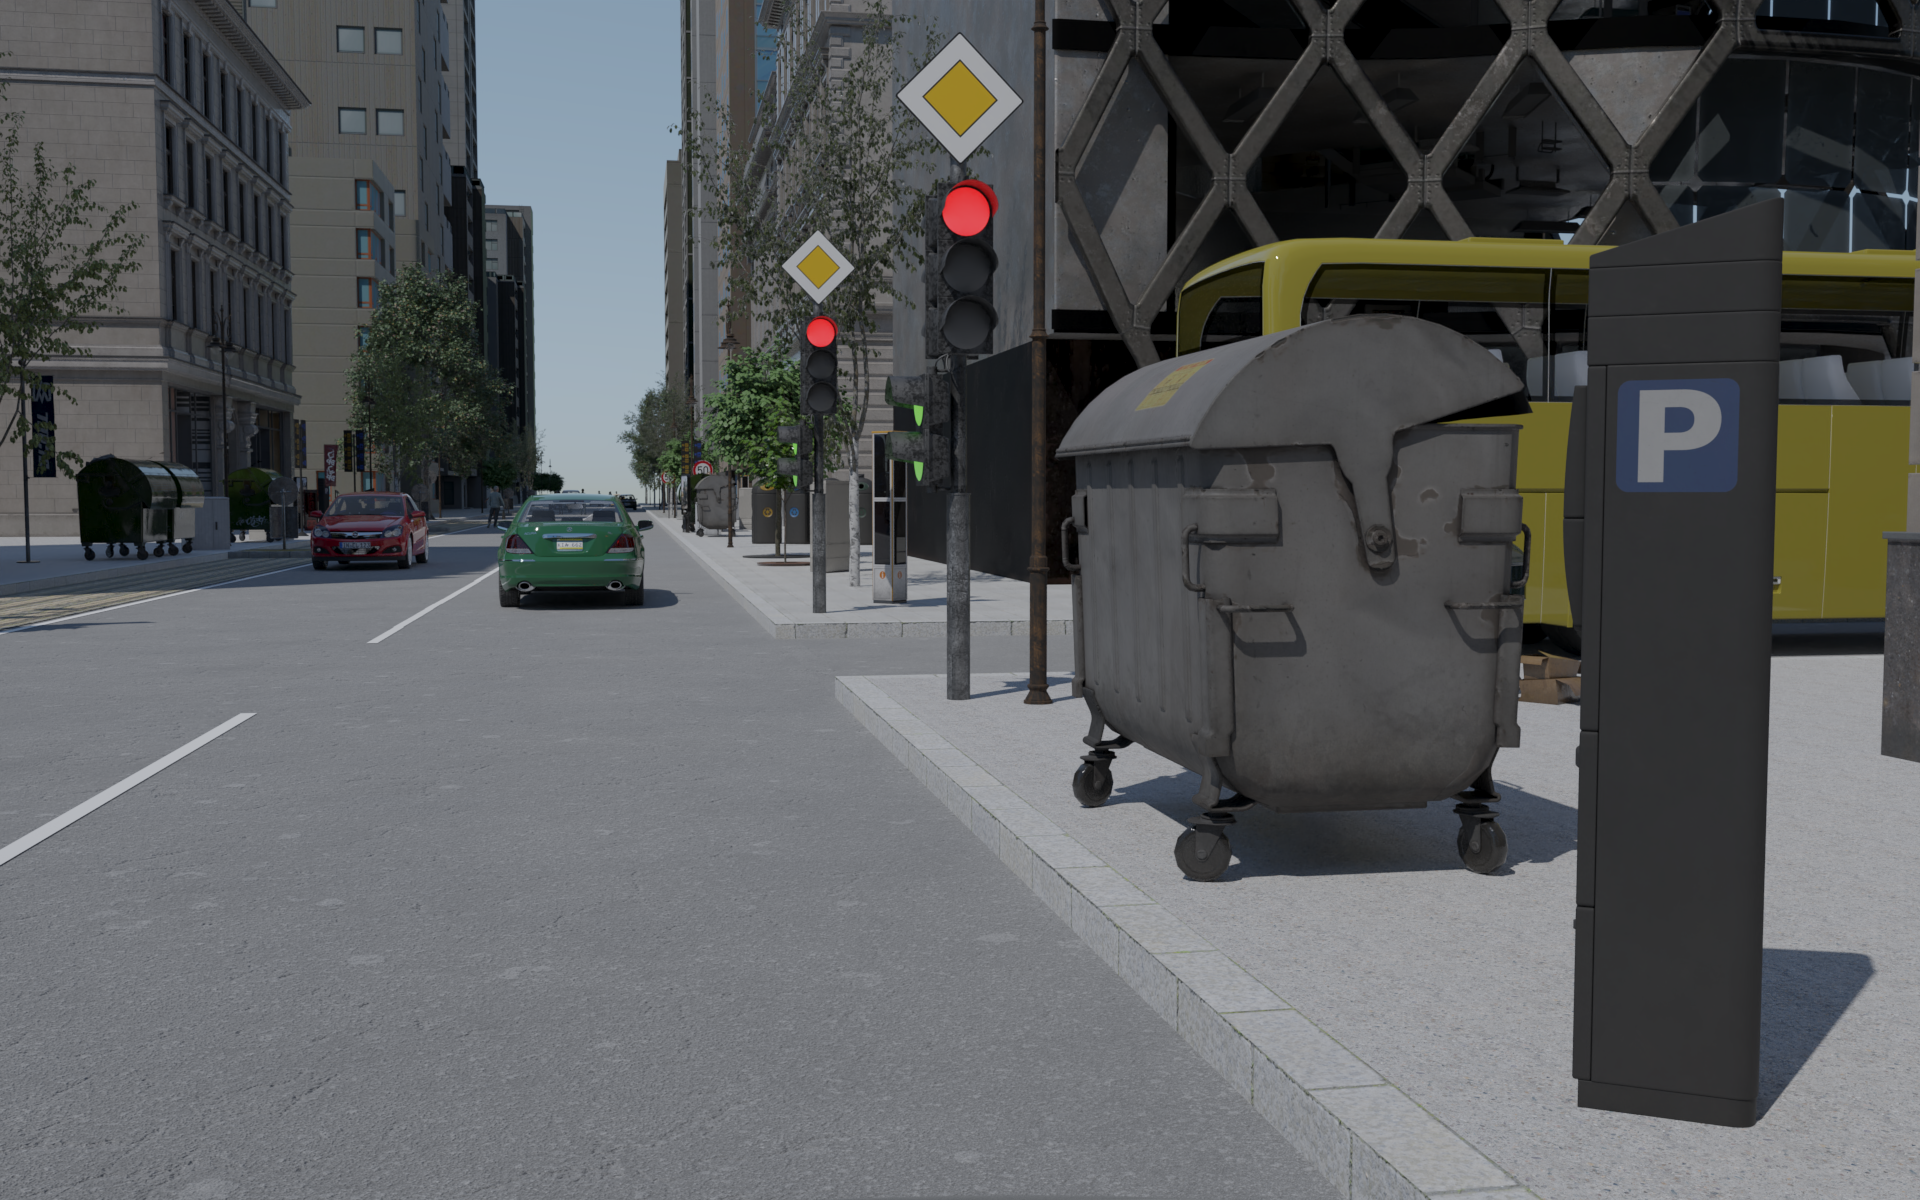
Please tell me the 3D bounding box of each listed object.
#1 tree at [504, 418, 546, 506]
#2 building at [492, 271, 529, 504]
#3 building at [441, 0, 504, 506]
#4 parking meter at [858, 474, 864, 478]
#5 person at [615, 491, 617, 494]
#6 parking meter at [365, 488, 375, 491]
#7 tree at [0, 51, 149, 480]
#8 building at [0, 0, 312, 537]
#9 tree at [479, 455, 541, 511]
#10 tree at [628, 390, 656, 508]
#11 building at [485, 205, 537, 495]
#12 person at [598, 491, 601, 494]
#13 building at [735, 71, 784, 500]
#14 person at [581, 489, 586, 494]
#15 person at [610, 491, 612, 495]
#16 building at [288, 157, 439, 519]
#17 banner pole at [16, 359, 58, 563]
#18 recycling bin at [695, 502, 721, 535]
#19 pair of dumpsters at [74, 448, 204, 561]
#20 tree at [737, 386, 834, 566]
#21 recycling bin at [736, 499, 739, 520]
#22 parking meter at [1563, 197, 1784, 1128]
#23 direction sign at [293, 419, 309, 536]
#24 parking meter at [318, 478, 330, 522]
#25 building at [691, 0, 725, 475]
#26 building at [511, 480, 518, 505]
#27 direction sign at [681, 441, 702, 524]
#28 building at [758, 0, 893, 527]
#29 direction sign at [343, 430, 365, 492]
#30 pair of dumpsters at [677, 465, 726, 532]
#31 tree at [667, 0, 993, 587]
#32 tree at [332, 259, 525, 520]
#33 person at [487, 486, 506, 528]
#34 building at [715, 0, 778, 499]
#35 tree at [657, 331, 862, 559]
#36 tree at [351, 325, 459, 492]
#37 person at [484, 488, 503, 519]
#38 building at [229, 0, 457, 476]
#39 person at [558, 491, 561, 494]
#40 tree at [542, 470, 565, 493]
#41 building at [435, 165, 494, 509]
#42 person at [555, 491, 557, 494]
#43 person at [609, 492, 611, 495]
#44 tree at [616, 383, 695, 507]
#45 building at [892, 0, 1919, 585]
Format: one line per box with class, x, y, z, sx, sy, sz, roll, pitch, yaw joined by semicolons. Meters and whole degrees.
tree;-42.077;-13.176;165.784;4.360;8.622;3.978;0;3;0
building;-63.623;-27.672;224.137;14.160;30.474;14.107;-1;4;-11
building;-59.112;-45.447;181.312;20.563;71.187;20.611;-1;4;-11
parking meter;-2.950;-2.693;49.746;0.255;1.863;0.399;3;4;36
person;-47.029;-13.969;236.980;0.705;1.812;1.348;-1;4;-10
parking meter;-23.767;-3.753;69.766;0.372;1.533;0.369;0;3;0
tree;-15.878;-4.763;28.242;4.737;8.622;4.395;0;3;0
building;-28.565;-12.316;52.276;10.553;20.767;40.483;-1;4;-11
tree;-36.011;-9.264;135.187;4.285;4.588;4.351;0;3;0
tree;-16.625;-9.139;99.779;4.360;8.622;3.978;0;3;0
building;-65.888;-33.890;237.702;14.154;41.232;14.086;-1;4;-11
person;-40.755;-11.436;195.482;1.348;1.823;0.705;3;5;40
building;-3.279;-14.733;82.687;13.314;21.916;24.055;-1;4;-11
person;-25.819;-6.736;118.648;1.348;1.822;0.705;0;3;0
person;-49.161;-14.378;243.657;0.705;1.814;1.350;0;4;4
building;-46.569;-15.675;101.326;27.650;21.520;28.899;-1;4;-11
banner pole;-17.157;-2.578;32.171;0.863;3.779;0.401;1;4;8
recycling bin;-7.852;-2.539;54.060;0.722;1.027;0.722;0;4;-1
pair of dumpsters;-16.725;-2.007;35.316;1.574;2.255;4.437;-1;4;-11
tree;-3.266;-2.235;31.149;1.663;3.219;1.824;0;3;0
recycling bin;-11.123;-4.447;85.264;0.722;1.027;0.722;-3;5;-39
parking meter;1.474;0.128;3.622;0.399;1.863;0.255;2;4;23
direction sign;-20.051;-3.712;52.693;0.379;3.537;0.876;0;4;1
parking meter;-23.351;-3.540;63.586;0.255;1.863;0.399;1;4;12
building;-9.237;-35.844;128.045;21.231;58.520;28.212;-1;4;-11
building;-69.229;-31.286;203.407;32.217;40.220;23.993;-1;4;-11
direction sign;-11.374;-4.980;73.421;0.876;3.537;0.379;-2;4;-24
building;-0.763;-14.183;60.763;11.050;23.489;19.941;-1;4;-11
direction sign;-21.396;-4.234;61.225;0.876;3.537;0.379;1;4;21
pair of dumpsters;-8.997;-3.535;60.293;1.574;2.255;4.437;-1;4;-11
tree;-1.701;-4.489;23.759;4.360;8.622;3.978;0;3;0
tree;-26.155;-10.262;84.791;9.611;12.733;9.660;0;3;0
person;-19.578;-3.929;73.222;0.782;1.767;0.515;0;4;6
building;-7.647;-27.919;106.580;14.600;45.320;14.200;-1;4;-11
tree;-3.660;-3.131;34.912;4.285;4.588;4.351;0;3;0
tree;-24.597;-7.698;76.217;4.737;8.622;4.395;0;3;0
person;-26.811;-5.585;99.816;0.705;1.824;1.348;3;5;39
building;-52.527;-32.945;127.889;28.713;52.752;27.495;-1;4;-11
person;-27.703;-6.726;119.938;0.415;1.643;0.593;0;4;-2
tree;-52.727;-14.267;216.985;4.285;4.588;4.351;0;3;0
building;-48.843;-23.181;150.708;14.160;30.474;14.107;-1;4;-11
person;-43.040;-10.736;184.713;0.721;1.739;1.217;3;5;45
person;-39.854;-11.521;197.659;1.217;1.735;0.721;3;5;44
tree;-30.660;-16.014;178.844;9.611;12.733;9.660;0;3;0
building;8.334;-9.971;30.480;16.811;18.784;16.820;-1;4;-11
